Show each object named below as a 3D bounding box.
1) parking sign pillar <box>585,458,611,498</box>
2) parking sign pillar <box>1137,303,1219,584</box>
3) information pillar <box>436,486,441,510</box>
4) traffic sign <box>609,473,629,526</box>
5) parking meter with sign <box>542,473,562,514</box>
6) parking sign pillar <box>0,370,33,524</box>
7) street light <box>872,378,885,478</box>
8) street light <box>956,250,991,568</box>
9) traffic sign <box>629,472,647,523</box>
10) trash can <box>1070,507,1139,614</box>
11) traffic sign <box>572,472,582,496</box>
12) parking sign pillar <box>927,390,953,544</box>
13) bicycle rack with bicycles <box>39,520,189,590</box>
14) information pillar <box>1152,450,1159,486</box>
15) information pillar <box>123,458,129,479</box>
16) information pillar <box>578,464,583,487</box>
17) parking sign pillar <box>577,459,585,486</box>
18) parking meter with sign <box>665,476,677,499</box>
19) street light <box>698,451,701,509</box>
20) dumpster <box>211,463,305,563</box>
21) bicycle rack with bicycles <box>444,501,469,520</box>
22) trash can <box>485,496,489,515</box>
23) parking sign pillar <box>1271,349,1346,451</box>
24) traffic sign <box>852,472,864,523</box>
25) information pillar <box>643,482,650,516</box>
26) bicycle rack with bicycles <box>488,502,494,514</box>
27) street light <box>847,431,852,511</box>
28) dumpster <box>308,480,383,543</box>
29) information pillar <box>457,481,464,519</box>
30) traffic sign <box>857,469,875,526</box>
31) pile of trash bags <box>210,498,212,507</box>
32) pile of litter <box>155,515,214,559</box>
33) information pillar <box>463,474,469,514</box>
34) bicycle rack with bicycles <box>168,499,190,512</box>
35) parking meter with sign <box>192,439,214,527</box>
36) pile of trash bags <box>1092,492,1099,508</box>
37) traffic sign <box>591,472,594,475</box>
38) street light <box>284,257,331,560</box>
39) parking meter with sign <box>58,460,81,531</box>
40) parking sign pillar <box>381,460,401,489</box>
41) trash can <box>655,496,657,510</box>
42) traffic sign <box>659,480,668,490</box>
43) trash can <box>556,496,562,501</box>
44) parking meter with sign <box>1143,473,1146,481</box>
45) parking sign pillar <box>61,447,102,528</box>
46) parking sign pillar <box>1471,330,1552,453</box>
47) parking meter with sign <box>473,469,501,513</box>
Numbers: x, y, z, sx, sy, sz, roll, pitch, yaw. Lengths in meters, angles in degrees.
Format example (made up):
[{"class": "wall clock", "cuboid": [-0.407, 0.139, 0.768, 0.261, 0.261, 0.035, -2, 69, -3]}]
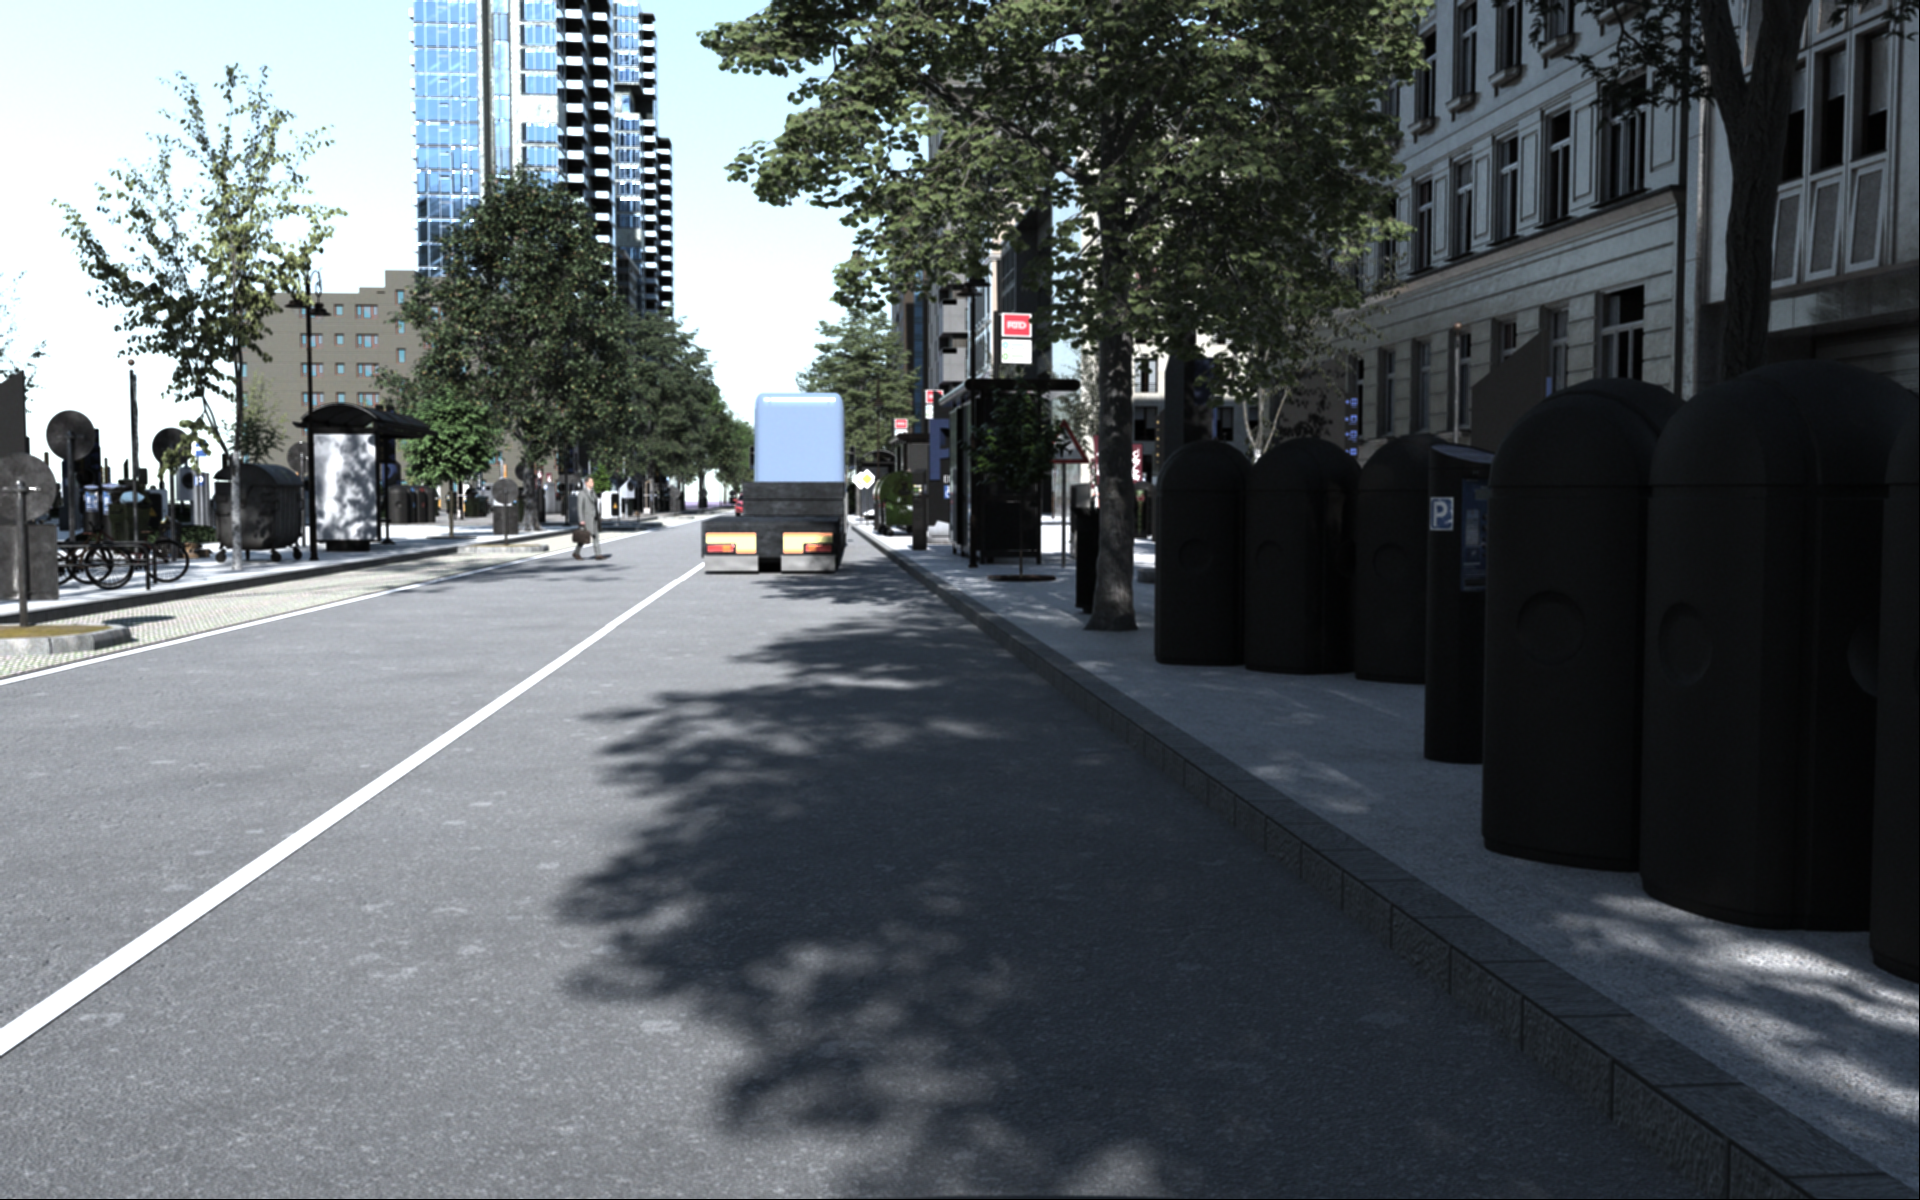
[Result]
[{"class": "parking sign pillar", "cuboid": [-25.856, -8.345, 124.910, 1.447, 3.967, 1.447, 0, 4, 8]}, {"class": "parking sign pillar", "cuboid": [3.306, -2.244, 25.158, 1.447, 3.967, 1.447, 0, 4, -5]}, {"class": "information pillar", "cuboid": [-42.085, -9.075, 139.725, 0.183, 3.616, 0.504, -3, 5, -44]}, {"class": "traffic sign", "cuboid": [-13.535, -3.979, 68.693, 0.795, 2.450, 0.064, 0, 4, -5]}, {"class": "parking meter with sign", "cuboid": [-26.385, -7.047, 111.480, 0.543, 3.016, 1.738, 2, 4, 34]}, {"class": "parking sign pillar", "cuboid": [-20.961, -3.007, 37.632, 1.447, 3.967, 1.447, -1, 4, -15]}, {"class": "street light", "cuboid": [-3.266, -5.895, 69.177, 0.468, 5.910, 1.993, 0, 4, -5]}, {"class": "street light", "cuboid": [0.229, -3.506, 30.114, 0.468, 5.910, 1.993, 0, 4, -5]}, {"class": "traffic sign", "cuboid": [-14.240, -4.465, 76.647, 0.795, 2.450, 0.064, 0, 4, -5]}, {"class": "trash can", "cuboid": [1.554, -0.430, 18.683, 0.748, 1.137, 0.748, 0, 3, 0]}, {"class": "traffic sign", "cuboid": [-20.420, -5.541, 91.787, 0.795, 2.450, 0.064, 0, 4, -3]}, {"class": "parking sign pillar", "cuboid": [-0.167, -3.439, 44.694, 1.447, 3.967, 1.447, 2, 4, 29]}, {"class": "bicycle rack with bicycles", "cuboid": [-12.215, -0.632, 23.714, 2.925, 0.926, 2.852, -1, 4, -21]}, {"class": "information pillar", "cuboid": [9.158, -5.459, 80.606, 0.504, 3.616, 0.183, 3, 5, 41]}, {"class": "information pillar", "cuboid": [-53.763, -7.363, 111.735, 0.183, 3.616, 0.504, 0, 4, 4]}, {"class": "information pillar", "cuboid": [-29.194, -8.685, 133.346, 0.504, 3.616, 0.183, 2, 4, 30]}, {"class": "parking sign pillar", "cuboid": [-29.501, -8.991, 135.474, 1.447, 3.967, 1.447, 1, 4, 9]}, {"class": "parking meter with sign", "cuboid": [-25.284, -9.434, 150.501, 1.738, 3.016, 0.543, -2, 4, -33]}, {"class": "street light", "cuboid": [-23.022, -11.026, 153.067, 0.468, 5.910, 1.993, 0, 4, -5]}, {"class": "dumpster", "cuboid": [-13.408, -1.672, 33.099, 1.264, 1.857, 1.865, 0, 4, -5]}, {"class": "bicycle rack with bicycles", "cuboid": [-25.665, -4.444, 86.046, 2.852, 0.926, 2.925, 0, 4, -6]}, {"class": "trash can", "cuboid": [-29.157, -5.761, 105.852, 0.748, 1.137, 0.748, 0, 3, 0]}, {"class": "parking sign pillar", "cuboid": [6.458, -2.672, 32.163, 1.447, 3.967, 1.447, -1, 4, -12]}, {"class": "traffic sign", "cuboid": [-4.432, -4.517, 77.492, 0.795, 2.450, 0.064, 0, 4, -5]}, {"class": "information pillar", "cuboid": [-18.572, -6.007, 102.705, 0.304, 2.012, 0.304, 3, 5, 43]}, {"class": "bicycle rack with bicycles", "cuboid": [-30.943, -6.086, 112.889, 2.852, 0.926, 2.925, 2, 4, 33]}, {"class": "street light", "cuboid": [-7.162, -8.554, 112.641, 0.468, 5.910, 1.993, 0, 4, -5]}, {"class": "dumpster", "cuboid": [-16.253, -2.650, 45.820, 1.502, 2.255, 1.985, 0, 4, -5]}, {"class": "information pillar", "cuboid": [-25.467, -5.125, 88.290, 0.304, 2.012, 0.304, -1, 4, -19]}, {"class": "traffic sign", "cuboid": [-3.727, -4.030, 69.538, 0.795, 2.450, 0.064, 0, 4, -5]}, {"class": "pile of trash bags", "cuboid": [-37.941, -4.882, 89.565, 1.912, 1.369, 3.447, 1, 4, 22]}, {"class": "pile of litter", "cuboid": [-15.751, -1.296, 35.161, 1.176, 0.858, 1.719, 0, 3, 0]}, {"class": "information pillar", "cuboid": [-27.767, -6.468, 97.100, 0.504, 3.616, 0.183, -2, 4, -33]}, {"class": "bicycle rack with bicycles", "cuboid": [-38.739, -4.217, 82.336, 2.852, 0.926, 2.925, 1, 4, 19]}, {"class": "parking meter with sign", "cuboid": [-24.512, -3.655, 56.027, 0.543, 3.016, 1.738, -1, 4, -16]}, {"class": "pile of trash bags", "cuboid": [8.192, -4.776, 87.836, 3.447, 1.369, 1.912, 2, 4, 35]}, {"class": "traffic sign", "cuboid": [-21.007, -6.052, 98.950, 0.884, 2.594, 0.081, 0, 4, 4]}, {"class": "street light", "cuboid": [-12.552, -3.712, 33.480, 0.468, 5.910, 1.993, 0, 4, -5]}, {"class": "parking meter with sign", "cuboid": [-31.543, -3.983, 61.384, 0.543, 3.016, 1.738, -1, 4, -15]}, {"class": "parking sign pillar", "cuboid": [-35.504, -7.318, 108.118, 1.447, 3.967, 1.447, 2, 4, 31]}, {"class": "trash can", "cuboid": [-20.545, -6.344, 115.373, 0.748, 1.137, 0.748, 0, 3, 0]}, {"class": "traffic sign", "cuboid": [-25.517, -9.114, 149.116, 0.768, 2.556, 0.104, 0, 4, -1]}, {"class": "trash can", "cuboid": [-28.656, -6.827, 123.276, 0.748, 1.137, 0.748, 0, 3, 0]}, {"class": "parking meter with sign", "cuboid": [6.336, -4.055, 62.558, 1.738, 3.016, 0.543, 3, 5, 43]}, {"class": "parking sign pillar", "cuboid": [-33.564, -4.754, 66.193, 1.447, 3.967, 1.447, -1, 4, -13]}, {"class": "parking sign pillar", "cuboid": [9.253, -2.483, 29.067, 1.447, 3.967, 1.447, -3, 5, -43]}, {"class": "parking meter with sign", "cuboid": [-32.703, -7.591, 120.380, 1.738, 3.016, 0.543, -1, 4, -8]}]
